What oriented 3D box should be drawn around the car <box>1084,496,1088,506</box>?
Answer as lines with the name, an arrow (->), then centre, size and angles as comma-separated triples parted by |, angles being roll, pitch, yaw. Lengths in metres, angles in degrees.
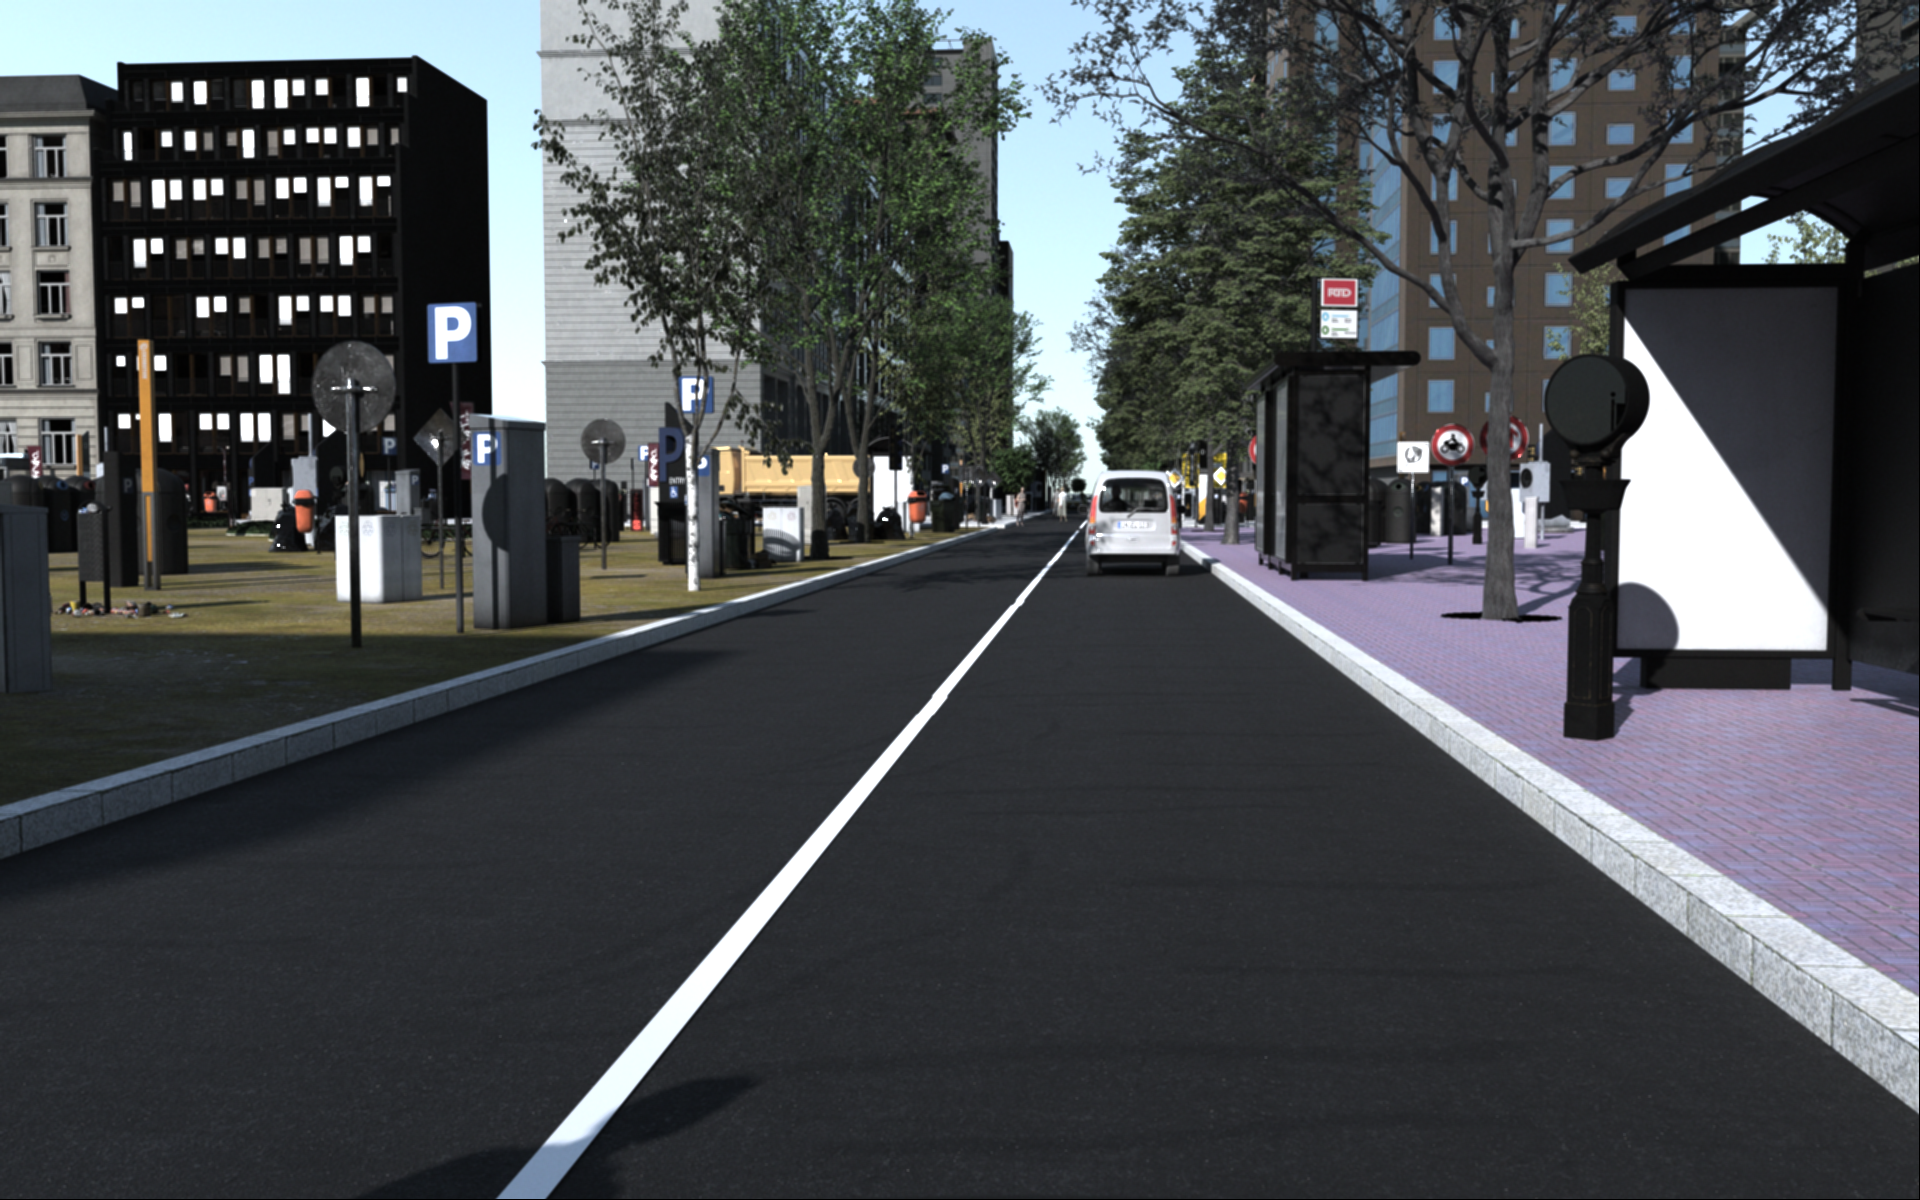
car -> 12.333, -10.429, 179.313 | 1.959, 1.807, 4.718 | 0, 4, 7

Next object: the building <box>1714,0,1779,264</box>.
building -> 41.731, -27.010, 133.489 | 32.217, 40.220, 23.993 | 0, 4, 5

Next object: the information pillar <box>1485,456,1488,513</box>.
information pillar -> 23.144, -5.142, 75.422 | 0.504, 3.616, 0.183 | -1, 4, -17

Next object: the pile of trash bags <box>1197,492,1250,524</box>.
pile of trash bags -> 11.871, -4.098, 76.756 | 1.912, 1.369, 3.447 | -1, 4, -18

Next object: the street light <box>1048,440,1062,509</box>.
street light -> 8.139, -10.858, 150.072 | 1.470, 5.913, 1.316 | 0, 4, 5

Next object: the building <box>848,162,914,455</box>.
building -> -14.959, -20.066, 132.601 | 19.350, 26.468, 34.151 | 0, 4, 5

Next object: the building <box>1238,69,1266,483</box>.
building -> 40.022, -31.828, 175.016 | 22.147, 44.769, 28.867 | 0, 4, 5

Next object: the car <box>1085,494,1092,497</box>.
car -> 16.402, -12.895, 221.061 | 2.015, 1.641, 3.980 | 0, 4, 4

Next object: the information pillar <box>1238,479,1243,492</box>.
information pillar -> 13.494, -4.858, 83.918 | 0.304, 2.012, 0.304 | -1, 4, -13

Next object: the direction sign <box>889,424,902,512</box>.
direction sign -> -2.105, -3.958, 56.715 | 0.379, 3.537, 0.876 | 2, 4, 25

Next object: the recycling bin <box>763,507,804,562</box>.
recycling bin -> -3.353, -1.247, 32.942 | 0.722, 1.027, 0.722 | 0, 4, 0

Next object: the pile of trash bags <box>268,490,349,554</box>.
pile of trash bags -> -14.443, -1.759, 38.518 | 1.912, 1.369, 3.447 | -1, 4, -17

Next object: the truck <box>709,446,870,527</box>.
truck -> -7.381, -4.564, 70.543 | 9.791, 3.379, 3.469 | 0, 4, 5

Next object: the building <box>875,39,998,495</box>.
building -> -2.237, -51.358, 277.954 | 20.563, 71.187, 20.611 | 0, 4, 5

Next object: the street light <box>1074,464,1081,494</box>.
street light -> 15.162, -15.925, 232.920 | 1.470, 5.913, 1.316 | 0, 4, 5

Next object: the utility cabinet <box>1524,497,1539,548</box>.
utility cabinet -> 13.759, -1.869, 41.727 | 0.306, 1.237, 1.020 | 1, 4, 20

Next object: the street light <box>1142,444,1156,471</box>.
street light -> 11.876, -8.399, 109.869 | 1.470, 5.913, 1.316 | 0, 4, 5

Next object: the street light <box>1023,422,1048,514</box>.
street light -> 4.762, -8.546, 112.275 | 1.470, 5.913, 1.316 | 0, 4, 5

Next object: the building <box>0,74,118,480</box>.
building -> -58.024, -16.154, 97.397 | 30.059, 22.955, 16.112 | 0, 4, 5

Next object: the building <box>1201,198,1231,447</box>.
building -> 48.141, -39.269, 265.746 | 21.300, 48.544, 21.600 | 0, 4, 5

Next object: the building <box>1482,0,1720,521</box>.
building -> 28.937, -26.795, 88.211 | 14.200, 45.320, 14.600 | 0, 4, 5

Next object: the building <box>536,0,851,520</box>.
building -> -13.989, -19.749, 100.383 | 11.434, 29.767, 29.804 | 0, 4, 5

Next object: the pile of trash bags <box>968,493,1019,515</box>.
pile of trash bags -> 2.173, -5.861, 105.587 | 3.447, 1.369, 1.912 | 0, 4, 5

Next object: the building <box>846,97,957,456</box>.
building -> -12.001, -32.975, 193.771 | 22.147, 44.769, 28.867 | 0, 4, 5

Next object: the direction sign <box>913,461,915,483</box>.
direction sign -> -3.333, -7.707, 118.004 | 0.379, 3.537, 0.876 | 2, 4, 32

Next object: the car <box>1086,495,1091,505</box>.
car -> 14.250, -11.305, 197.423 | 1.945, 1.354, 3.894 | 0, 4, 3

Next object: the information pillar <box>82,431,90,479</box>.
information pillar -> -32.324, -4.438, 63.923 | 0.183, 3.616, 0.504 | 2, 4, 29

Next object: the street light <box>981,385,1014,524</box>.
street light -> 1.603, -6.193, 73.793 | 1.470, 5.913, 1.316 | 0, 4, 5

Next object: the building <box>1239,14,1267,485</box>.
building -> 42.036, -46.518, 198.821 | 20.563, 71.187, 20.611 | 0, 4, 5

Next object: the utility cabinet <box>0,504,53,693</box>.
utility cabinet -> -6.379, -0.025, 11.567 | 0.306, 1.237, 1.020 | -3, 5, -44

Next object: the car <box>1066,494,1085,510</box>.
car -> 9.121, -7.931, 139.891 | 2.015, 1.641, 3.980 | 0, 4, 3

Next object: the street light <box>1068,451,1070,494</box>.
street light -> 11.351, -13.193, 188.252 | 1.470, 5.913, 1.316 | 0, 4, 5

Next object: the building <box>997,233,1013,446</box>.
building -> 1.816, -39.551, 296.761 | 14.600, 45.320, 14.200 | 0, 4, 5

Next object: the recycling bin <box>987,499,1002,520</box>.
recycling bin -> 1.628, -4.542, 86.813 | 0.722, 1.027, 0.722 | 2, 4, 30

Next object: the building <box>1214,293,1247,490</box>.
building -> 43.365, -29.137, 248.093 | 14.160, 30.474, 14.107 | 0, 4, 5

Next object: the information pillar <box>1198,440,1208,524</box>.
information pillar -> 10.333, -5.007, 73.218 | 0.504, 3.616, 0.183 | 1, 4, 14

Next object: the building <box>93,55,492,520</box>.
building -> -34.960, -16.077, 92.540 | 15.834, 23.373, 12.332 | 0, 4, 5

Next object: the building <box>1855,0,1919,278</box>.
building -> 58.781, -28.460, 89.015 | 21.600, 48.544, 21.300 | 0, 4, 5

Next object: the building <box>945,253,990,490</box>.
building -> -11.215, -34.562, 256.970 | 32.217, 40.220, 23.993 | 0, 4, 5

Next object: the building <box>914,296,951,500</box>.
building -> -15.907, -19.623, 165.880 | 27.650, 21.520, 28.899 | 0, 4, 5

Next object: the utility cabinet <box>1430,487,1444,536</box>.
utility cabinet -> 14.574, -2.706, 52.921 | 0.318, 1.500, 1.173 | 1, 4, 20

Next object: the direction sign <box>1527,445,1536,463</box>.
direction sign -> 26.446, -5.345, 79.389 | 0.876, 3.537, 0.379 | 1, 4, 19

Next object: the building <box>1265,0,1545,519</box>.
building -> 26.387, -27.910, 106.446 | 14.600, 45.320, 14.200 | 0, 4, 5

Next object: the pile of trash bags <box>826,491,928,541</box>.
pile of trash bags -> -2.268, -2.388, 48.793 | 3.447, 1.369, 1.912 | -3, 5, -43

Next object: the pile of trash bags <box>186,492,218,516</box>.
pile of trash bags -> -35.118, -4.181, 78.119 | 3.447, 1.369, 1.912 | 0, 4, 5

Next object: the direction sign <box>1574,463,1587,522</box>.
direction sign -> 28.201, -5.274, 78.223 | 0.876, 3.537, 0.379 | 1, 4, 16

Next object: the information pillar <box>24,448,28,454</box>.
information pillar -> -47.603, -5.954, 88.703 | 0.504, 3.616, 0.183 | -3, 5, -44

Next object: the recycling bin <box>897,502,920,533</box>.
recycling bin -> -1.727, -2.763, 57.732 | 0.722, 1.027, 0.722 | -1, 4, -9

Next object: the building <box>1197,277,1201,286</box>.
building -> 45.913, -38.768, 283.967 | 14.600, 45.320, 14.200 | 0, 4, 5

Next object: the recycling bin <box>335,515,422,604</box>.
recycling bin -> -6.929, -0.496, 20.661 | 0.722, 1.027, 0.722 | 2, 4, 25
